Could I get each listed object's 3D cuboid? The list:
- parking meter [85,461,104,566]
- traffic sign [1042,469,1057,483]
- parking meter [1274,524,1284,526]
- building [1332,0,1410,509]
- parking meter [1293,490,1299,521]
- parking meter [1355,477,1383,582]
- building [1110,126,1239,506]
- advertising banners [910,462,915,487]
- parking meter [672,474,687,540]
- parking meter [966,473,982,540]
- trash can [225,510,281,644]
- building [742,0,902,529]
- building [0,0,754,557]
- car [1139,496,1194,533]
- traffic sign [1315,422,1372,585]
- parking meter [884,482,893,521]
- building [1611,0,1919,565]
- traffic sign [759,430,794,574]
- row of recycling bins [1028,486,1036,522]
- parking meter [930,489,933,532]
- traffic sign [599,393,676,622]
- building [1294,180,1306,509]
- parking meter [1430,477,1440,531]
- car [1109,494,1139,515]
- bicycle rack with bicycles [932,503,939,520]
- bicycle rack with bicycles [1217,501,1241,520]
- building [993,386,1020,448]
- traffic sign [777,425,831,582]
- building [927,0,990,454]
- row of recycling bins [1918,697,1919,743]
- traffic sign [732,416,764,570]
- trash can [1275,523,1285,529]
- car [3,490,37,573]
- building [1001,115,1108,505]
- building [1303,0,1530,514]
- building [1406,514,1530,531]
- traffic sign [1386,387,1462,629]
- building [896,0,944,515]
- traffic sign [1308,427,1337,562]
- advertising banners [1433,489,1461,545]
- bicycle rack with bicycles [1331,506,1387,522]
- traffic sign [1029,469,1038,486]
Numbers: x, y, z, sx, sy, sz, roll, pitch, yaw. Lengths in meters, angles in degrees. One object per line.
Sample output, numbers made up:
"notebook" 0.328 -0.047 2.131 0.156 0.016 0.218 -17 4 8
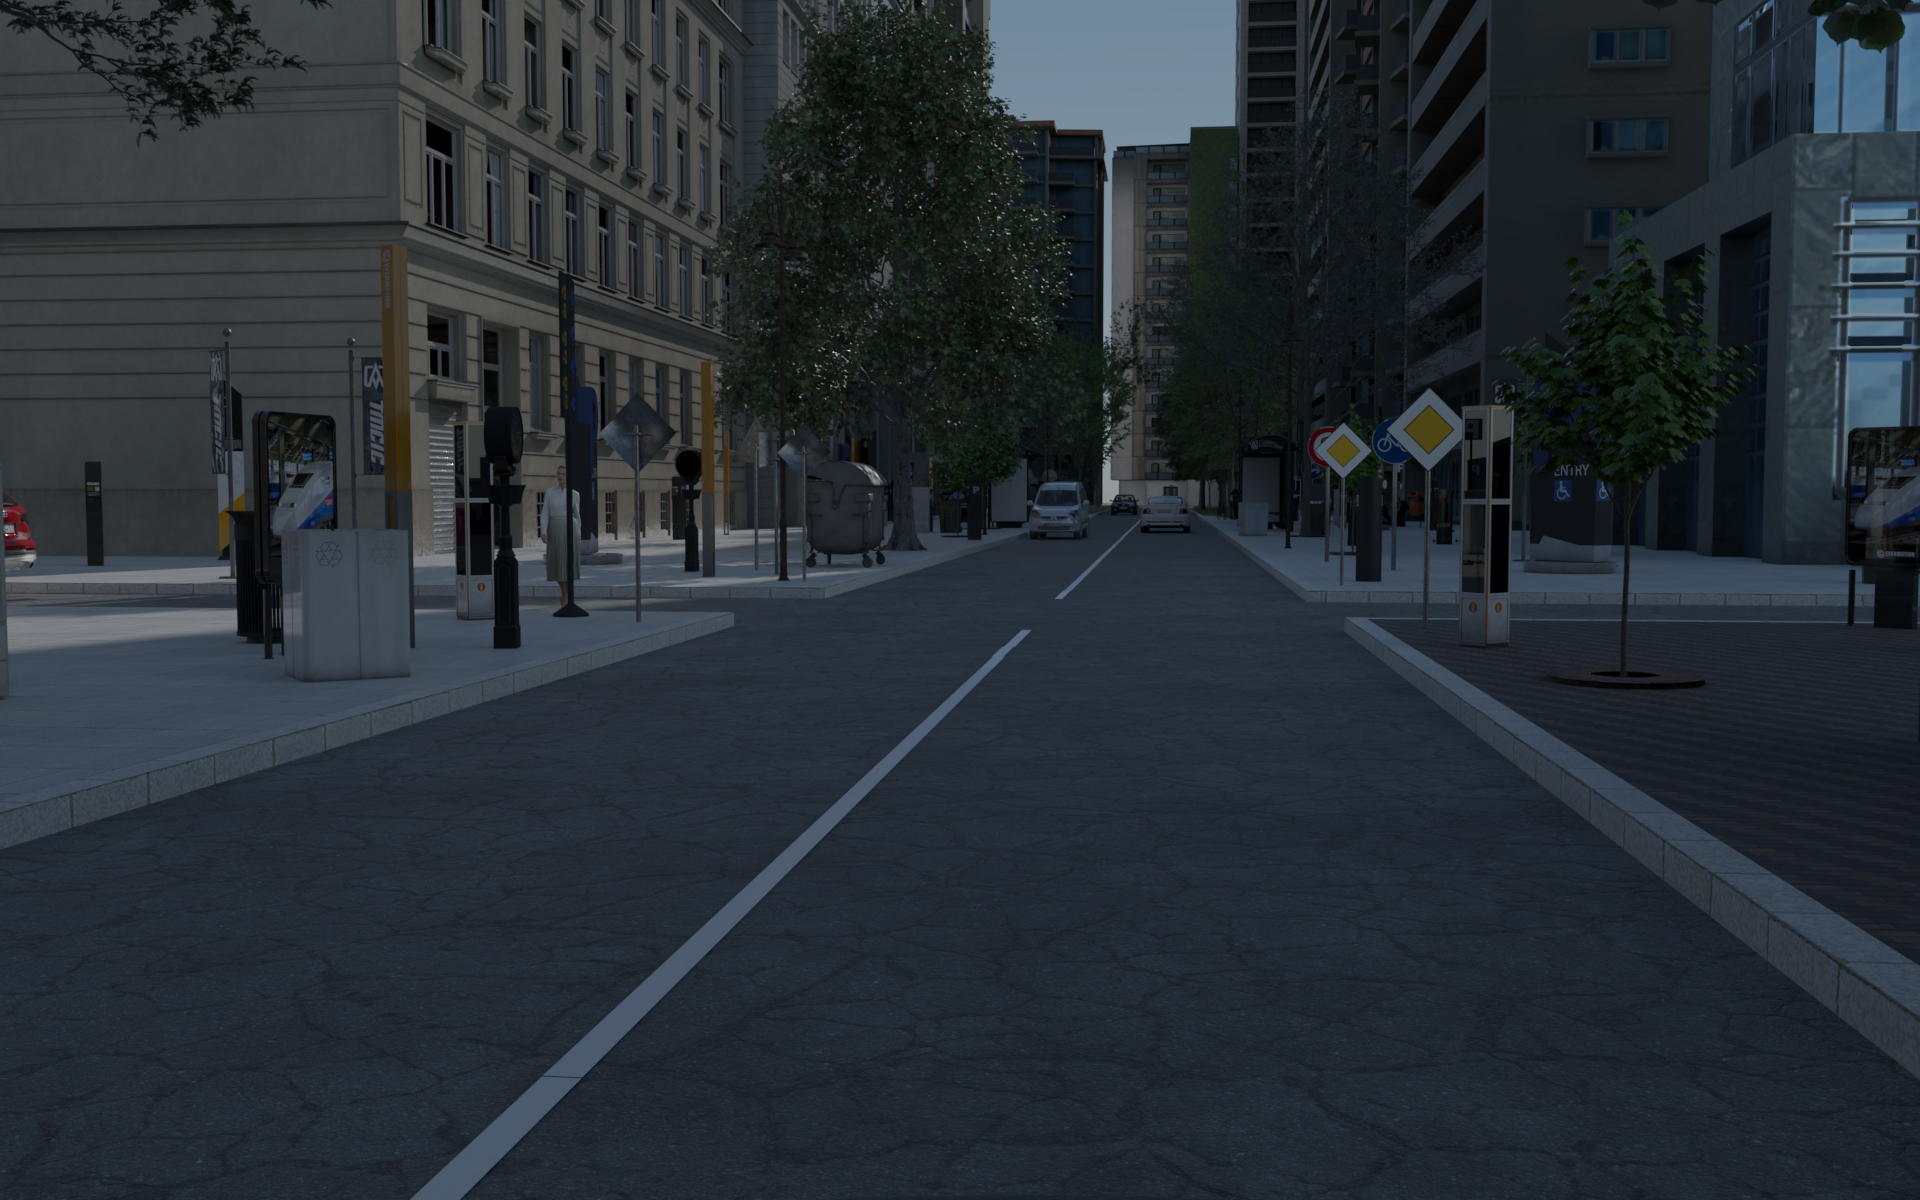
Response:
"parking meter" -15.454 -1.542 30.919 0.255 1.863 0.399 -2 4 -24
"traffic sign" 4.609 -5.451 89.225 0.768 2.556 0.104 0 4 8
"parking meter" 12.530 -3.808 67.973 0.399 1.863 0.255 0 4 -1
"building" 36.386 -28.094 113.963 22.147 44.769 28.867 0 4 7
"parking meter" 15.861 -4.503 82.035 0.372 1.533 0.369 0 3 0
"parking meter" 6.006 -1.040 25.423 0.372 1.533 0.369 0 3 0
"building" 24.177 -31.359 196.319 14.086 41.232 14.154 0 4 7
"advertising banners" -3.469 -6.096 95.851 2.074 3.025 0.090 1 4 20
"parking meter" -7.878 -2.622 48.579 0.255 1.863 0.399 2 4 28
"parking meter" 0.390 -2.607 48.337 0.399 1.863 0.255 -1 4 -18
"trash can" -5.964 -0.207 15.044 0.748 1.137 0.748 0 3 0
"building" -10.200 -18.396 78.273 11.434 29.767 29.804 0 4 7
"building" -16.651 -13.204 49.163 16.112 22.955 30.059 0 4 7
"car" 7.771 -3.238 65.298 2.083 1.381 4.827 0 4 8
"traffic sign" 5.367 -1.264 24.307 0.795 2.450 0.064 0 4 7
"parking meter" -3.397 -4.685 82.308 0.399 1.863 0.255 3 4 37
"building" 31.591 -44.361 37.979 31.000 86.520 22.319 0 4 7
"traffic sign" -2.931 -1.559 27.625 0.606 2.300 0.079 1 4 16
"row of recycling bins" 3.069 -4.556 81.607 1.069 1.692 3.534 0 4 5
"parking meter" -1.102 -3.074 58.670 0.372 1.533 0.369 0 3 0
"traffic sign" -3.221 -0.836 17.311 0.795 2.450 0.064 0 4 7
"building" 37.433 -23.602 157.589 14.160 30.474 14.107 0 4 7
"parking meter" 16.621 -3.367 60.756 0.255 1.863 0.399 -1 4 -17
"car" 11.289 -6.676 118.938 2.009 1.686 4.222 0 4 8
"bicycle rack with bicycles" -1.839 -4.410 85.490 2.925 0.926 2.852 -1 4 -17
"bicycle rack with bicycles" 14.100 -4.438 85.936 2.852 0.926 2.925 0 4 -1
"building" -10.918 -51.660 157.309 31.000 86.520 22.319 0 4 7
"traffic sign" -2.270 -1.321 25.240 0.795 2.450 0.064 0 4 7
"building" -5.439 -27.224 128.703 14.154 41.232 14.086 0 4 7
"row of recycling bins" 5.399 -0.005 7.200 1.069 1.692 3.534 0 4 -6
"traffic sign" -3.419 -1.776 29.040 0.884 2.594 0.081 1 4 15
"trash can" 12.039 -3.229 64.442 0.748 1.137 0.748 0 3 0
"car" -15.467 -0.913 23.605 5.304 1.827 2.281 0 4 5
"building" 2.613 -33.562 203.360 28.867 44.769 22.147 0 4 7
"building" 39.444 -31.508 138.849 21.300 48.544 21.600 0 4 7
"building" 30.134 -27.199 68.408 21.300 48.544 21.600 0 4 7
"traffic sign" 4.416 -0.779 16.378 0.795 2.450 0.064 0 4 7
"building" -10.663 -41.140 110.885 20.563 71.187 20.611 0 4 7
"traffic sign" 6.963 -2.000 32.801 0.768 2.556 0.104 0 4 8
"advertising banners" 12.801 -2.891 43.455 0.090 3.025 2.074 -3 5 -41
"bicycle rack with bicycles" 18.271 -3.977 78.411 2.925 0.926 2.852 1 4 18
"traffic sign" 3.541 -5.397 88.248 0.884 2.594 0.081 1 4 10
